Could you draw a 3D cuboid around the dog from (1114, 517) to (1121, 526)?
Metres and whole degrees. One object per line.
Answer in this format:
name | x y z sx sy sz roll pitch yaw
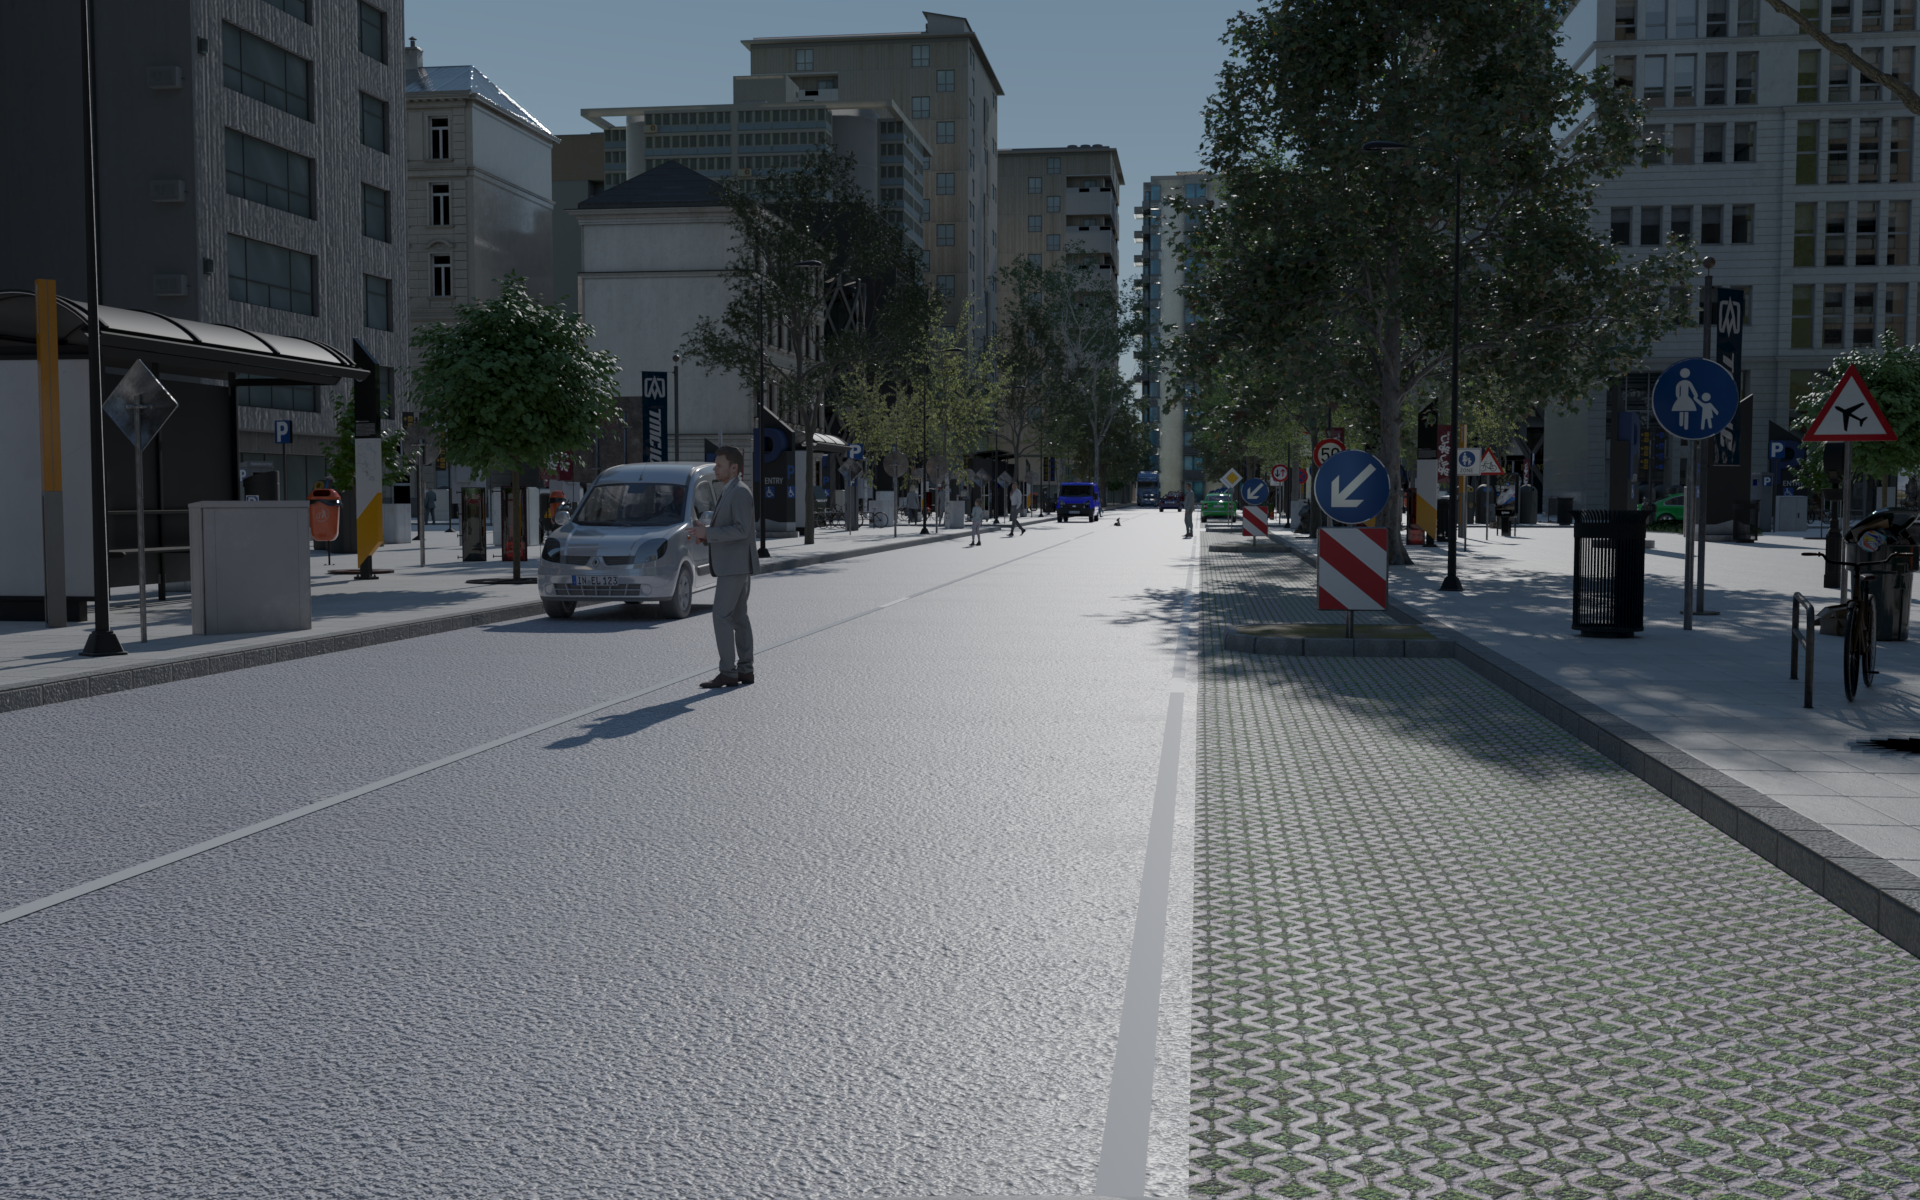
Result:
dog | 7.093 -3.488 77.216 0.550 0.427 0.748 2 4 27

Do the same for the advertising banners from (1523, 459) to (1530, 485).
advertising banners | 27.807 -5.523 86.491 0.090 3.025 2.074 -1 4 -16

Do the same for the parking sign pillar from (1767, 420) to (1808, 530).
parking sign pillar | 29.876 -4.529 62.522 1.447 3.967 1.447 1 4 16

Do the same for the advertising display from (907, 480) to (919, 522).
advertising display | -2.127 -4.489 78.613 0.123 1.923 0.974 2 4 23

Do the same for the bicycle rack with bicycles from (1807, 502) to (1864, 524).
bicycle rack with bicycles | 36.961 -3.708 74.012 2.925 0.926 2.852 -1 4 -19

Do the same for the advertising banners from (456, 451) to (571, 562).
advertising banners | -8.514 -2.246 32.905 2.074 3.025 0.090 0 4 -3

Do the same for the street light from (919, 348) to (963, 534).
street light | -0.600 -5.064 55.345 1.470 5.913 1.316 0 4 8

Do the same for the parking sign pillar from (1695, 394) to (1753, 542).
parking sign pillar | 20.711 -3.578 46.966 1.447 3.967 1.447 0 4 7

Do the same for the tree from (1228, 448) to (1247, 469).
tree | 27.138 -13.410 169.622 4.737 8.622 4.395 0 3 0

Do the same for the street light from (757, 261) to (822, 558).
street light | -3.439 -3.800 34.672 1.470 5.913 1.316 0 4 8

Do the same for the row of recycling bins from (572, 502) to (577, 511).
row of recycling bins | -12.209 -3.161 58.801 1.069 1.692 3.534 -3 5 -41

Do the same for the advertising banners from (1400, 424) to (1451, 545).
advertising banners | 11.434 -2.893 43.493 2.074 3.025 0.090 0 4 -6

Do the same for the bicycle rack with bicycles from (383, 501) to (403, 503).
bicycle rack with bicycles | -39.894 -6.341 117.063 2.925 0.926 2.852 2 4 32

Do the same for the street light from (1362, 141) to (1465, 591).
street light | 5.989 -3.079 22.889 1.470 5.913 1.316 0 4 8

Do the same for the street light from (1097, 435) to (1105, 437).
street light | 10.802 -10.074 137.245 1.470 5.913 1.316 0 4 8

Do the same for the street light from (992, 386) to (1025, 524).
street light | 2.110 -6.238 74.533 1.470 5.913 1.316 0 4 8

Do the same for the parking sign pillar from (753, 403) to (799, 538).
parking sign pillar | -5.466 -3.816 50.867 1.447 3.967 1.447 2 4 34

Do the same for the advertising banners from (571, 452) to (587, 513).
advertising banners | -7.446 -2.391 35.284 2.074 3.025 0.090 1 4 23

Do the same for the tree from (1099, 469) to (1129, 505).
tree | 17.500 -13.091 197.756 4.285 4.588 4.351 0 3 0

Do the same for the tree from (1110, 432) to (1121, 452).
tree | 15.554 -14.380 185.472 4.737 8.622 4.395 0 3 0

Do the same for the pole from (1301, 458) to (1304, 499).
pole | 18.474 -6.098 93.545 0.158 3.312 0.155 0 3 0

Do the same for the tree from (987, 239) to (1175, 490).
tree | 8.691 -16.560 126.649 12.611 20.169 13.585 0 3 0

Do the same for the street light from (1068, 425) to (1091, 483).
street light | 7.804 -8.768 115.890 1.470 5.913 1.316 0 4 8

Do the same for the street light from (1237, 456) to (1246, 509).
street light | 14.424 -6.862 84.733 1.470 5.913 1.316 0 4 8

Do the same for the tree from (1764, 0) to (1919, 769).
tree | 4.946 -5.044 8.220 9.928 11.665 9.643 0 3 0

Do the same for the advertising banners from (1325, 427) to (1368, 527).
advertising banners | 10.478 -2.985 44.993 2.074 3.025 0.090 2 4 29

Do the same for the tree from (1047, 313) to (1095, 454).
tree | 2.793 -9.015 81.802 7.601 10.594 8.767 1 4 17

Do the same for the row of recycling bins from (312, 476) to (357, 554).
row of recycling bins | -13.754 -1.931 38.677 1.069 1.692 3.534 -2 4 -28

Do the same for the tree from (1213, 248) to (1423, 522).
tree | 12.262 -8.609 58.880 7.486 12.596 7.792 0 3 0

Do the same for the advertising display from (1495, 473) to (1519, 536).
advertising display | 16.689 -2.915 52.866 0.123 1.923 0.974 -1 4 -20

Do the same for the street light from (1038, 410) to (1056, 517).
street light | 5.006 -7.503 95.211 1.470 5.913 1.316 0 4 8

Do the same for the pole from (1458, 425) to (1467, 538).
pole | 14.757 -3.488 50.876 0.158 3.312 0.155 0 3 0

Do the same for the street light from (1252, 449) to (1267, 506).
street light | 11.756 -5.641 64.779 1.470 5.913 1.316 0 4 8

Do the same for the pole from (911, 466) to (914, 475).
pole | -3.416 -8.017 124.926 0.158 3.312 0.155 0 3 0

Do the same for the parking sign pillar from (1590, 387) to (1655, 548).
parking sign pillar | 15.886 -3.238 41.409 1.447 3.967 1.447 2 4 31

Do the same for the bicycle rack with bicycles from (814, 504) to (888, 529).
bicycle rack with bicycles | -4.423 -3.086 63.832 2.925 0.926 2.852 1 4 22

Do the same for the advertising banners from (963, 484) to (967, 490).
advertising banners | 0.658 -6.575 103.683 0.090 3.025 2.074 2 4 30

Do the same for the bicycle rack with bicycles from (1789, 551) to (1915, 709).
bicycle rack with bicycles | 6.424 0.151 10.906 2.852 0.926 2.925 2 4 24

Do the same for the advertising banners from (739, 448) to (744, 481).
advertising banners | -8.888 -4.332 67.017 0.090 3.025 2.074 -3 4 -38

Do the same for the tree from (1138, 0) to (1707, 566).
tree | 7.900 -6.989 31.279 9.611 12.733 9.660 0 3 0

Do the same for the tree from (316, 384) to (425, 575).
tree | -9.740 -2.033 27.837 1.663 3.219 1.824 0 3 0

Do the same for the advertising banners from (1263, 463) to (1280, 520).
advertising banners | 15.722 -5.573 87.302 0.090 3.025 2.074 -1 4 -17

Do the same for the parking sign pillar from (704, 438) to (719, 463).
parking sign pillar | -11.554 -5.778 82.936 1.447 3.967 1.447 -1 4 -17

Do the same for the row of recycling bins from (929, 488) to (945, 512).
row of recycling bins | -1.810 -7.132 123.716 1.069 1.692 3.534 -2 4 -33

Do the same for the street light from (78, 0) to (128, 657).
street light | -6.292 -2.508 13.541 1.470 5.913 1.316 0 4 8

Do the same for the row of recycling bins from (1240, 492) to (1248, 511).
row of recycling bins | 23.017 -7.911 136.458 1.069 1.692 3.534 2 4 29

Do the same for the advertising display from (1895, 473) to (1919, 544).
advertising display | 20.008 -1.900 36.271 0.123 1.923 0.974 -1 4 -16

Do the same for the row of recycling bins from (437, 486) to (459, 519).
row of recycling bins | -26.018 -5.102 90.534 1.069 1.692 3.534 1 4 22

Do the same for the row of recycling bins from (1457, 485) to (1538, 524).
row of recycling bins | 23.103 -4.141 74.824 3.534 1.692 1.069 0 4 1

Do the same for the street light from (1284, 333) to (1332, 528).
street light | 8.770 -4.352 43.691 1.470 5.913 1.316 0 4 8

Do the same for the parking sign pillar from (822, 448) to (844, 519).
parking sign pillar | -6.402 -5.872 84.473 1.447 3.967 1.447 0 4 7

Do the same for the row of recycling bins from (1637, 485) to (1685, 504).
row of recycling bins | 30.776 -4.268 76.887 3.534 1.692 1.069 -1 4 -21

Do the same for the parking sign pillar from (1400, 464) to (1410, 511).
parking sign pillar | 33.549 -8.760 131.690 1.447 3.967 1.447 -1 4 -18

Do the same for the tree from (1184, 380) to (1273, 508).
tree | 25.477 -15.475 159.666 9.857 13.997 8.962 0 3 0

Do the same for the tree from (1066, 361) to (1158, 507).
tree | 13.839 -15.844 165.702 9.857 13.997 8.962 0 3 0

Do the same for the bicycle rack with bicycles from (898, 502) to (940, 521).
bicycle rack with bicycles | -2.242 -4.248 82.837 2.925 0.926 2.852 0 4 5

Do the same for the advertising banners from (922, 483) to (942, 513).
advertising banners | -2.055 -7.056 111.549 2.074 3.025 0.090 -1 4 -14

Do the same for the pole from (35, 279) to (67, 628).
pole | -8.706 -1.391 16.581 0.158 3.312 0.155 0 3 0
